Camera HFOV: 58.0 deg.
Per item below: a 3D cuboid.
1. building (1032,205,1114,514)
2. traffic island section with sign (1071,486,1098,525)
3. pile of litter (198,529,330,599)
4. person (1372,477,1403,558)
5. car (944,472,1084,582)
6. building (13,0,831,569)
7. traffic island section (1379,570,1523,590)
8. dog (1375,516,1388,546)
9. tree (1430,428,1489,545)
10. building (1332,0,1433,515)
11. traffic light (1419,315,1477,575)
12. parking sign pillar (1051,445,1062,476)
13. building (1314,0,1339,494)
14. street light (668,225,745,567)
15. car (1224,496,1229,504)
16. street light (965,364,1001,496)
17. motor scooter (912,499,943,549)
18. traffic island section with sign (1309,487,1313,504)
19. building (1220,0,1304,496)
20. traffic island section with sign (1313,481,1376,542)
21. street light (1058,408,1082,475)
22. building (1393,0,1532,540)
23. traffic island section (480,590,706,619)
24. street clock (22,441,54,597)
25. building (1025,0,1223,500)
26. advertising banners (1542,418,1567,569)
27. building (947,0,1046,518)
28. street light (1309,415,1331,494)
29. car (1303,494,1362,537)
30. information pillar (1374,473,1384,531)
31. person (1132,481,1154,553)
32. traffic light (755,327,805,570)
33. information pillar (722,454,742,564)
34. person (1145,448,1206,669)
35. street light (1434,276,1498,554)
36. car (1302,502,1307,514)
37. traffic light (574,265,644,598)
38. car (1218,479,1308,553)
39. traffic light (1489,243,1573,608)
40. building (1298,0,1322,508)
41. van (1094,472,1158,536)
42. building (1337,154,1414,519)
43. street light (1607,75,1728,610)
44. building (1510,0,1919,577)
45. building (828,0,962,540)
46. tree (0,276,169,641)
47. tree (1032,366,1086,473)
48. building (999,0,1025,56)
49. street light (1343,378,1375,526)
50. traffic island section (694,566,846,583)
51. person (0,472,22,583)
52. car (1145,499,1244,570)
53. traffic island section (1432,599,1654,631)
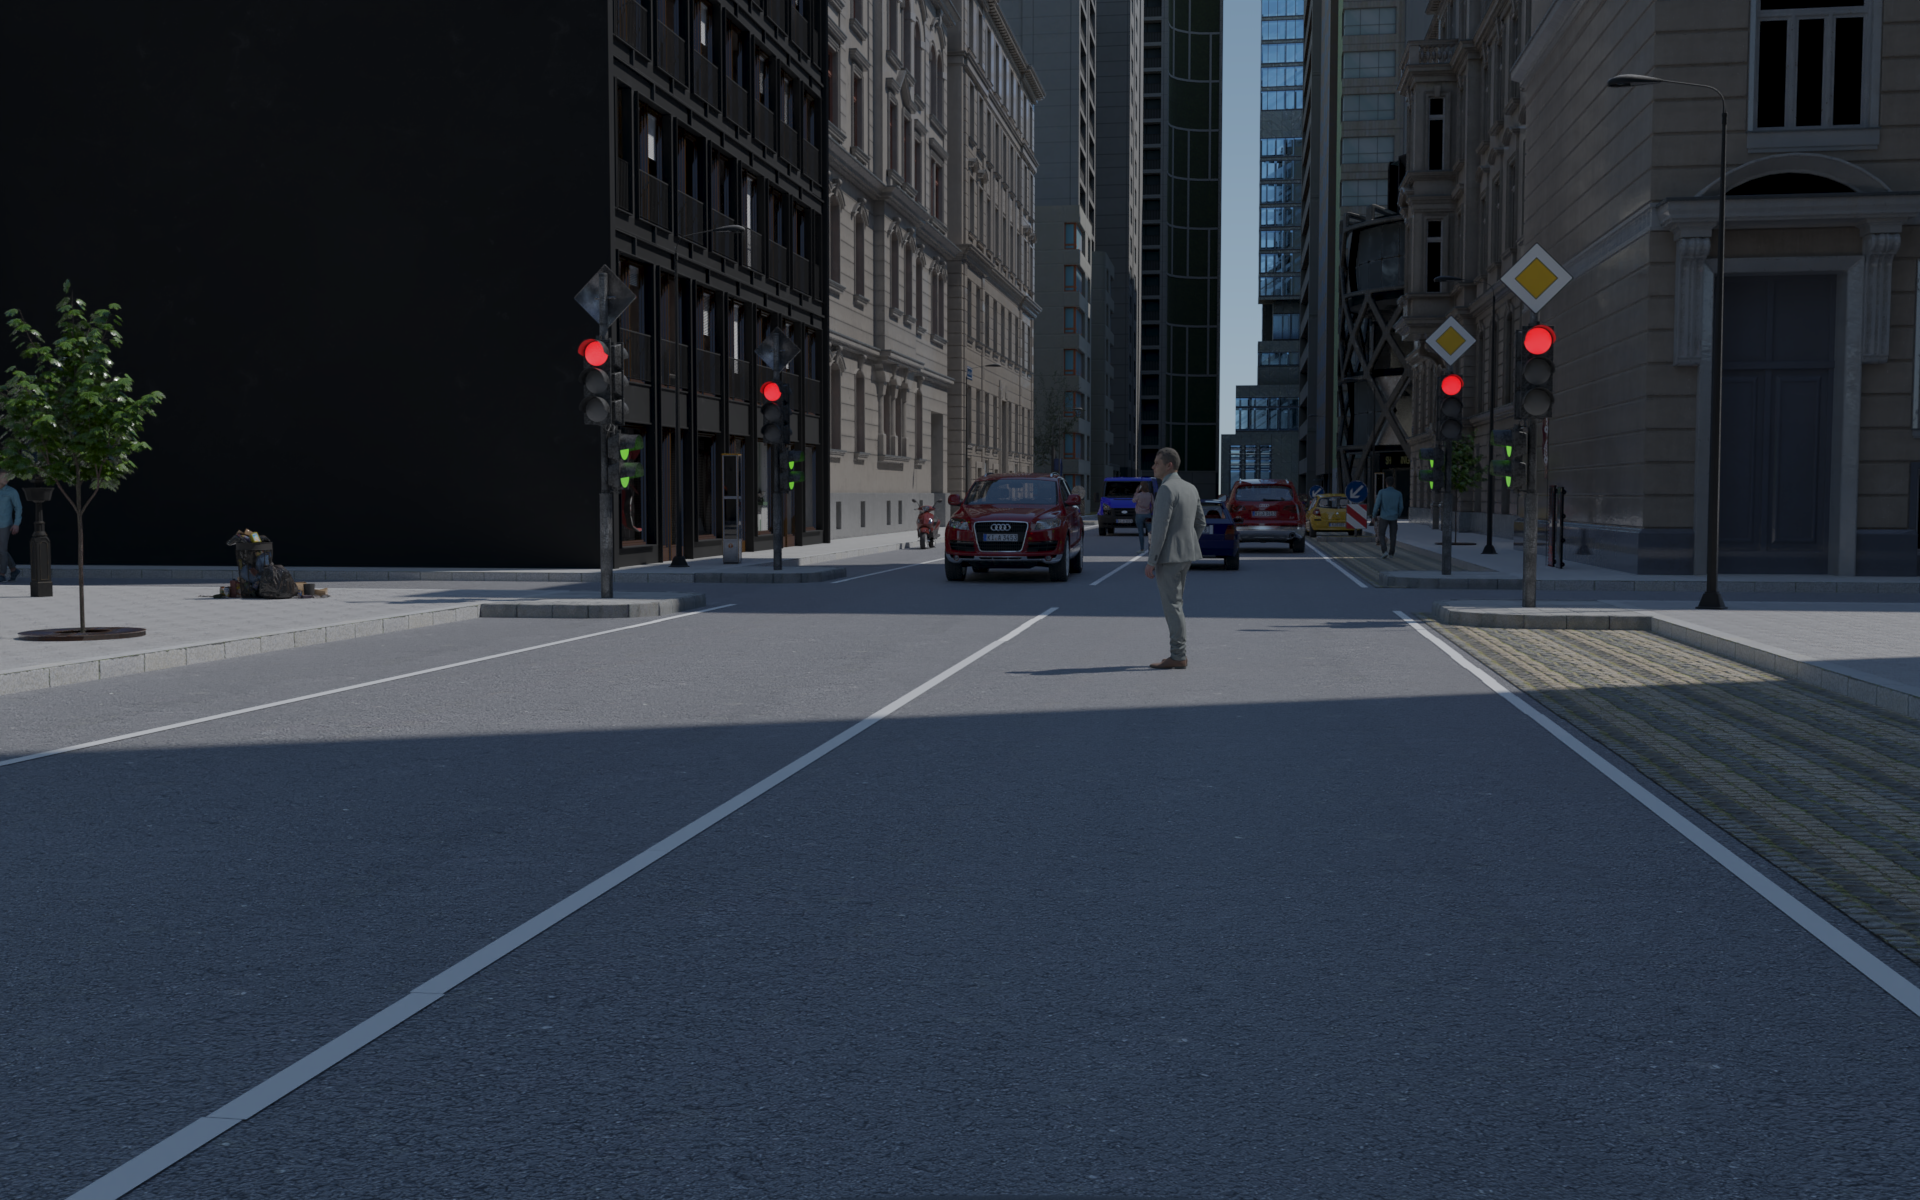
[{"bbox_3d":[-4.206,-16.832,120.245,27.650,21.520,28.899,1,4,9],"label":"building"},{"bbox_3d":[5.534,-4.394,80.469,1.989,1.847,2.006,1,4,9],"label":"traffic island section with sign"},{"bbox_3d":[-8.664,-0.466,21.591,1.719,0.858,1.176,2,4,32],"label":"pile of litter"},{"bbox_3d":[9.511,-1.832,38.467,0.660,1.820,0.620,0,4,-2],"label":"person"},{"bbox_3d":[1.015,-1.311,30.111,2.281,1.827,5.304,1,4,8],"label":"car"},{"bbox_3d":[-10.710,-12.720,37.644,12.332,23.373,15.834,1,4,9],"label":"building"},{"bbox_3d":[7.750,-0.320,27.519,2.009,0.180,2.903,1,4,9],"label":"traffic island section"},{"bbox_3d":[11.585,-1.907,48.016,0.513,0.831,0.800,3,5,41],"label":"dog"},{"bbox_3d":[12.654,-3.001,43.674,1.663,3.219,1.824,0,3,0],"label":"tree"},{"bbox_3d":[30.898,-26.058,109.647,14.154,41.232,14.086,1,4,9],"label":"building"},{"bbox_3d":[7.712,-2.354,27.411,0.839,4.253,0.868,1,4,9],"label":"traffic light"},{"bbox_3d":[5.310,-6.527,95.186,1.447,3.967,1.447,1,4,12],"label":"parking sign pillar"},{"bbox_3d":[33.072,-28.985,124.009,14.600,45.320,14.200,1,4,9],"label":"building"},{"bbox_3d":[-4.403,-3.524,30.166,1.470,5.913,1.316,1,4,9],"label":"street light"},{"bbox_3d":[16.906,-5.724,106.168,1.945,1.354,3.894,1,4,9],"label":"car"},{"bbox_3d":[0.766,-5.463,61.856,1.470,5.913,1.316,1,4,9],"label":"street light"},{"bbox_3d":[-0.839,-2.005,45.566,0.815,1.314,1.986,0,4,8],"label":"motor scooter"},{"bbox_3d":[16.027,-4.275,78.530,1.989,1.847,2.006,1,4,9],"label":"traffic island section with sign"},{"bbox_3d":[45.075,-53.789,192.113,31.000,86.520,22.319,1,4,9],"label":"building"},{"bbox_3d":[11.722,-2.648,51.919,1.989,1.847,2.006,1,4,9],"label":"traffic island section with sign"},{"bbox_3d":[5.900,-7.401,93.552,1.470,5.913,1.316,1,4,9],"label":"street light"},{"bbox_3d":[22.713,-14.748,60.222,14.460,24.649,34.723,1,4,9],"label":"building"},{"bbox_3d":[-4.377,0.054,21.393,2.009,0.180,2.903,1,4,9],"label":"traffic island section"},{"bbox_3d":[-11.473,-1.040,21.577,0.471,2.002,0.358,2,4,34],"label":"street clock"},{"bbox_3d":[19.125,-46.338,195.880,20.611,71.187,20.563,1,4,9],"label":"building"},{"bbox_3d":[10.452,-2.100,30.517,0.090,3.025,2.074,1,4,9],"label":"advertising banners"},{"bbox_3d":[-3.514,-17.372,81.296,12.463,27.353,25.104,1,4,9],"label":"building"},{"bbox_3d":[21.077,-7.880,101.377,1.470,5.913,1.316,1,4,9],"label":"street light"},{"bbox_3d":[12.496,-2.928,58.096,2.015,1.641,3.980,0,4,8],"label":"car"},{"bbox_3d":[14.545,-3.402,60.116,0.304,2.012,0.304,1,4,11],"label":"information pillar"},{"bbox_3d":[4.508,-1.996,41.720,0.593,1.750,0.643,-1,4,-21],"label":"person"},{"bbox_3d":[-3.062,-2.460,29.134,0.839,4.253,0.868,1,4,9],"label":"traffic light"},{"bbox_3d":[-4.185,-1.670,31.793,0.304,2.012,0.304,0,4,4],"label":"information pillar"},{"bbox_3d":[1.755,-0.345,14.242,0.391,1.810,0.635,2,4,26],"label":"person"},{"bbox_3d":[10.791,-3.941,36.973,1.470,5.913,1.316,1,4,9],"label":"street light"},{"bbox_3d":[20.087,-5.654,105.024,1.945,1.354,3.894,1,4,9],"label":"car"},{"bbox_3d":[-4.339,-1.977,21.252,0.839,4.253,0.868,1,4,9],"label":"traffic light"},{"bbox_3d":[7.684,-2.157,43.944,2.281,1.827,5.304,1,4,9],"label":"car"},{"bbox_3d":[6.434,-1.872,19.528,0.839,4.253,0.868,1,4,9],"label":"traffic light"},{"bbox_3d":[43.176,-32.946,162.373,21.300,48.544,21.600,1,4,9],"label":"building"},{"bbox_3d":[5.989,-3.466,61.058,2.240,2.365,5.245,1,4,10],"label":"van"},{"bbox_3d":[28.578,-13.718,91.739,16.820,18.784,16.811,1,4,9],"label":"building"},{"bbox_3d":[7.872,-2.859,19.284,1.470,5.913,1.316,1,4,9],"label":"street light"},{"bbox_3d":[21.345,-15.003,31.202,20.117,28.700,13.634,1,4,9],"label":"building"},{"bbox_3d":[-8.294,-16.509,57.306,14.401,28.519,23.554,1,4,9],"label":"building"},{"bbox_3d":[-7.944,-1.285,15.604,1.663,3.219,1.824,0,3,0],"label":"tree"},{"bbox_3d":[4.986,-9.075,98.739,4.360,8.622,3.978,0,3,0],"label":"tree"},{"bbox_3d":[6.903,-44.617,167.746,20.611,71.187,20.563,1,4,9],"label":"building"},{"bbox_3d":[16.011,-5.920,69.338,1.470,5.913,1.316,1,4,9],"label":"street light"},{"bbox_3d":[-3.100,-0.428,29.275,2.009,0.180,2.903,1,4,9],"label":"traffic island section"},{"bbox_3d":[-15.447,-1.204,28.055,0.638,1.841,0.748,1,4,18],"label":"person"},{"bbox_3d":[4.600,-1.312,34.040,1.945,1.354,3.894,0,4,8],"label":"car"},{"bbox_3d":[6.472,0.162,19.636,2.009,0.180,2.903,1,4,9],"label":"traffic island section"}]
